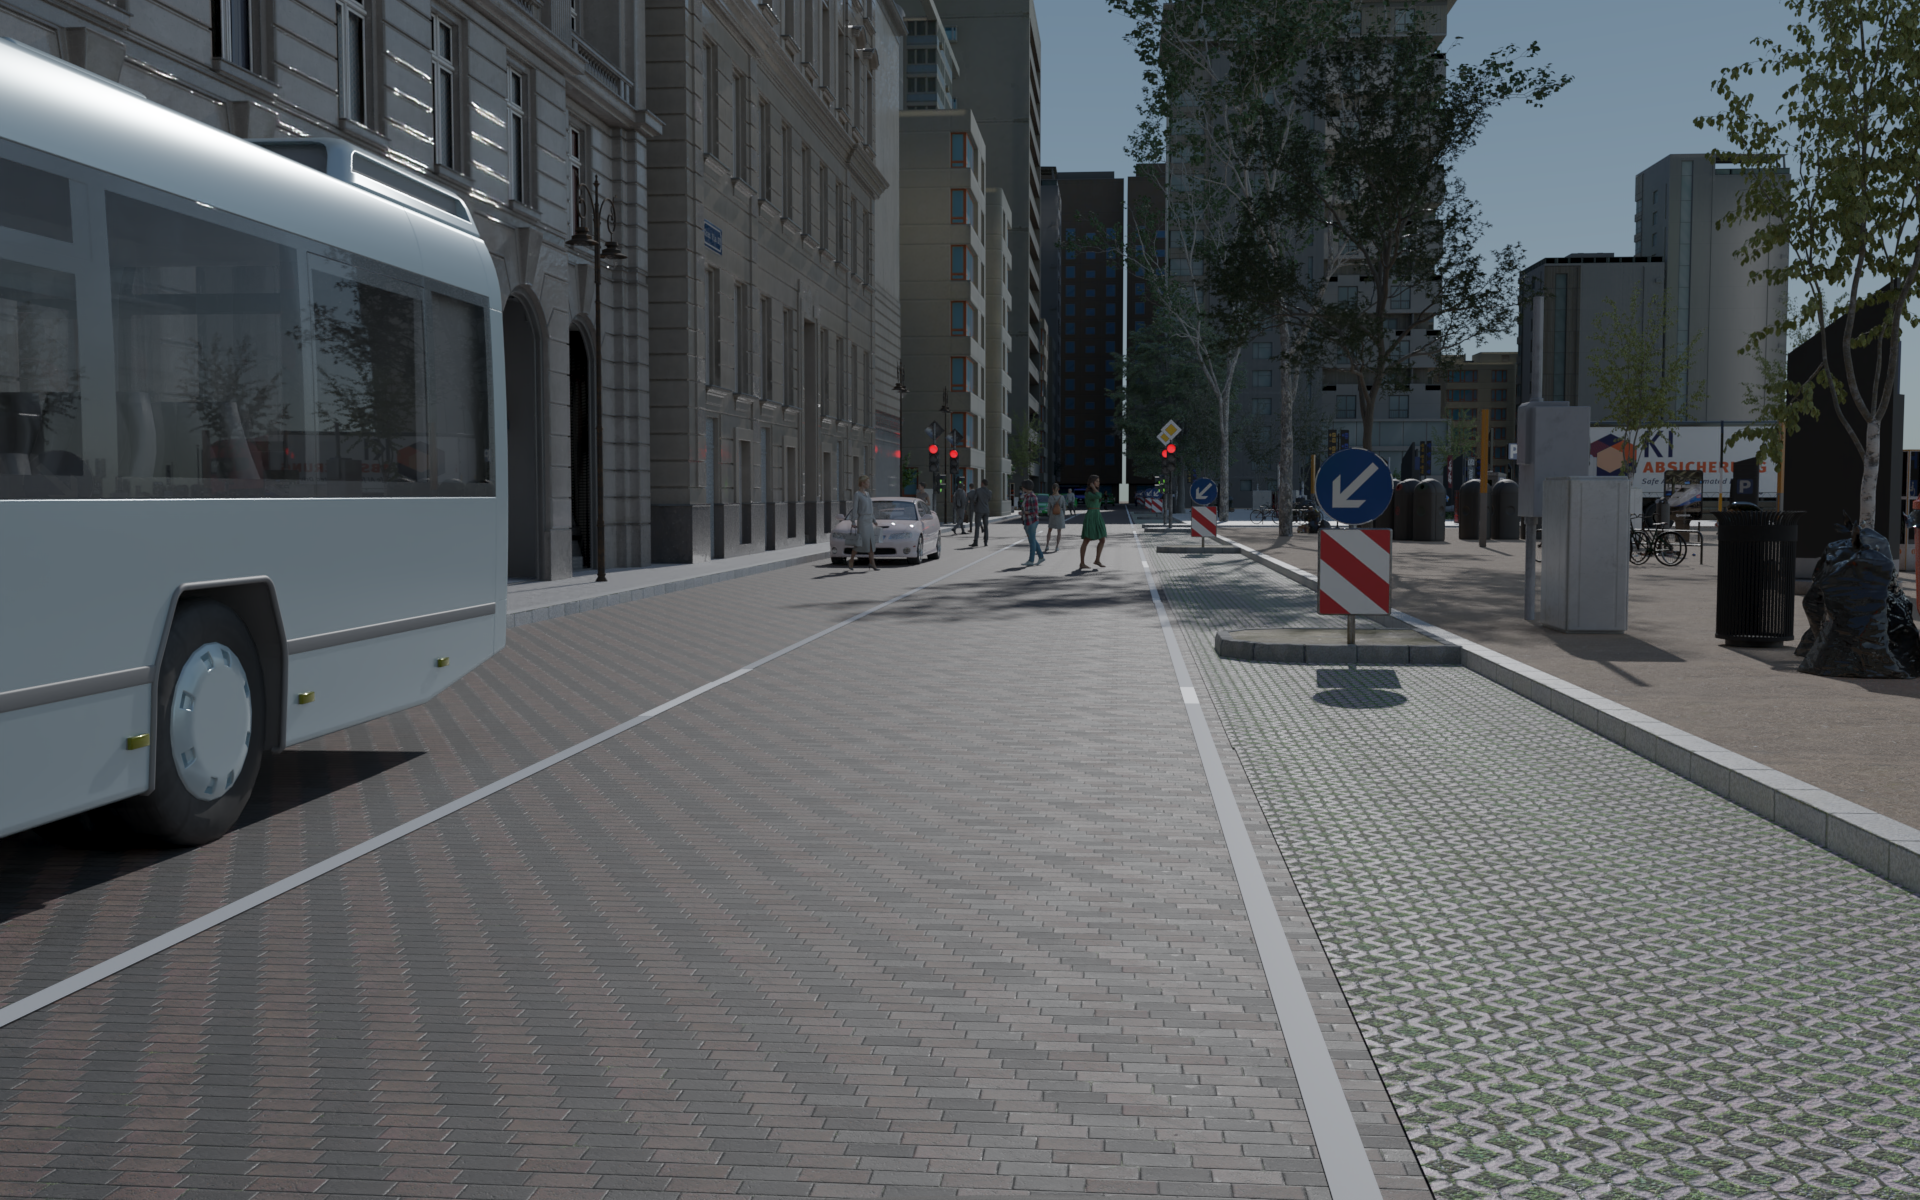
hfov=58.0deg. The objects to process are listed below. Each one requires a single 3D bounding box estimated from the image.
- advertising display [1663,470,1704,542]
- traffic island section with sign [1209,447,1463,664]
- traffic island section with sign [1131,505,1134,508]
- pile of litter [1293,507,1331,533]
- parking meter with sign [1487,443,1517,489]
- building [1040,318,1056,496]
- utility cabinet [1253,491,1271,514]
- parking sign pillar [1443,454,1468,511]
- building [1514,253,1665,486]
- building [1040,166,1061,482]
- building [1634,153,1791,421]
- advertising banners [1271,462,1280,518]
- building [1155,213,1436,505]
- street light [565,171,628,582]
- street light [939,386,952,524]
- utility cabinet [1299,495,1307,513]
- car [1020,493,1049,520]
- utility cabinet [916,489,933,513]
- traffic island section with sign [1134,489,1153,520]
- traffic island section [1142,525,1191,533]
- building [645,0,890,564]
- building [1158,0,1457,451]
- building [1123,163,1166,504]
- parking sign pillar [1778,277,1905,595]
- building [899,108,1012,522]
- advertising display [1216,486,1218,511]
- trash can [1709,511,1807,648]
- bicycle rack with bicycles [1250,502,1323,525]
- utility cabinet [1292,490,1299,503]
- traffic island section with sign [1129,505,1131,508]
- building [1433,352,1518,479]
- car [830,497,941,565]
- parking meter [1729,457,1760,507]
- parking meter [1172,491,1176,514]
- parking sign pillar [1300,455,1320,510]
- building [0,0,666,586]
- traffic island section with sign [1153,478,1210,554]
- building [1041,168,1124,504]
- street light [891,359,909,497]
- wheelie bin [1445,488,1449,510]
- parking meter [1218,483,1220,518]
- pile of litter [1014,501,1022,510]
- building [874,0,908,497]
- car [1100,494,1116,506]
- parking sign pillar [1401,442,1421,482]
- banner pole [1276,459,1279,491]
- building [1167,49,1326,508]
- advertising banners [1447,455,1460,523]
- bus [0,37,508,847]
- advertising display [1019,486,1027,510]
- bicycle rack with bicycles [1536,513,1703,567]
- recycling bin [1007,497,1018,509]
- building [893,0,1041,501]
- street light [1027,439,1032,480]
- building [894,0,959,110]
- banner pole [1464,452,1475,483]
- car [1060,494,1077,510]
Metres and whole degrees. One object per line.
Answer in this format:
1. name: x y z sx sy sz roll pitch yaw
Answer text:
1. advertising display: 19.307 -2.510 46.258 0.974 1.923 0.123 1 4 11
2. traffic island section with sign: 3.314 -0.421 15.510 1.989 1.847 2.006 0 4 5
3. traffic island section with sign: 13.533 -7.109 124.861 1.989 1.847 2.006 0 4 5
4. pile of litter: 11.551 -2.615 56.720 1.719 0.858 1.176 2 4 28
5. parking meter with sign: 18.671 -3.925 60.440 0.543 3.016 1.738 -2 4 -28
6. building: -4.138 -20.858 186.069 27.650 21.520 28.899 0 4 5
7. utility cabinet: 19.549 -6.328 112.134 1.173 1.500 0.318 1 4 11
8. parking sign pillar: 33.005 -7.791 115.854 1.447 3.967 1.447 2 4 29
9. building: 76.511 -26.901 211.532 14.107 30.474 14.160 0 4 5
10. building: 5.638 -32.678 217.875 14.086 41.232 14.154 0 4 5
11. building: 90.623 -32.208 210.201 14.086 41.232 14.154 0 4 5
12. advertising banners: 16.987 -5.905 92.741 0.090 3.025 2.074 1 4 18
13. building: 39.962 -31.627 208.986 32.217 40.220 23.993 0 4 5
14. street light: -5.258 -3.207 25.222 0.468 5.910 1.993 0 4 5
15. street light: -0.620 -6.208 74.296 0.468 5.910 1.993 0 4 5
16. utility cabinet: 22.026 -6.190 112.364 1.020 1.237 0.306 -2 4 -29
17. car: 4.314 -5.343 96.153 1.959 1.807 4.718 0 4 4
18. utility cabinet: -1.487 -4.006 74.170 0.318 1.500 1.173 2 4 26
19. traffic island section with sign: 10.991 -5.448 97.699 1.989 1.847 2.006 0 4 5
20. traffic island section: 7.951 -2.629 65.257 2.009 0.180 2.903 0 4 5
21. building: -9.391 -15.061 43.516 12.463 27.353 25.104 0 4 5
22. building: 35.499 -36.329 183.212 28.713 52.752 27.495 0 4 5
23. building: 29.920 -35.893 236.962 14.200 45.320 14.600 0 4 5
24. parking sign pillar: 11.312 -2.062 22.180 1.447 3.967 1.447 -3 5 -43
25. building: -11.943 -15.202 93.596 27.650 21.520 28.899 0 4 5
26. advertising display: 19.814 -7.831 133.258 0.123 1.923 0.974 0 4 3
27. trash can: 6.719 -0.182 14.622 0.748 1.137 0.748 0 3 0
28. bicycle rack with bicycles: 14.179 -3.691 73.731 2.925 0.926 2.852 3 5 40
29. utility cabinet: 18.723 -5.497 98.562 0.318 1.500 1.173 -3 5 -45
30. traffic island section with sign: 18.209 -10.172 174.946 1.989 1.847 2.006 0 4 5
31. building: 79.557 -24.159 240.045 28.899 21.520 27.650 0 4 5
32. car: -1.524 -1.496 36.816 2.083 1.381 4.827 0 4 7
33. parking meter: 12.102 -1.287 26.747 0.399 1.863 0.255 2 4 28
34. parking meter: 13.838 -6.357 112.353 0.372 1.533 0.369 0 3 0
35. parking sign pillar: 23.869 -7.935 118.216 1.447 3.967 1.447 0 3 0
36. building: -12.424 -10.858 19.323 13.314 21.916 24.055 0 4 5
37. traffic island section with sign: 5.813 -2.062 42.350 1.989 1.847 2.006 0 4 5
38. building: 15.434 -36.049 239.503 14.200 45.320 14.600 0 4 5
39. street light: -2.024 -5.299 59.434 0.468 5.910 1.993 0 4 5
40. wheelie bin: 24.606 -4.964 89.068 0.980 1.594 0.693 0 4 6
41. parking meter: 14.317 -5.443 94.699 0.399 1.863 0.255 -1 4 -9
42. pile of litter: 4.534 -7.553 137.457 1.176 0.858 1.719 3 4 38
43. building: -11.477 -12.974 61.283 18.267 20.994 9.793 0 4 5
44. car: 17.442 -12.004 205.057 1.959 1.807 4.718 0 4 7
45. parking sign pillar: 23.496 -6.232 90.358 1.447 3.967 1.447 -1 4 -10
46. banner pole: 22.981 -8.266 125.159 0.401 3.779 0.863 2 4 28
47. building: 26.623 -29.355 163.548 14.154 41.232 14.086 0 4 5
48. advertising banners: 21.999 -4.918 76.601 0.090 3.025 2.074 -1 4 -9
49. bus: -4.493 -0.556 3.952 2.948 3.499 13.247 0 4 4
50. advertising display: 5.126 -7.958 135.332 0.974 1.923 0.123 1 4 10
51. bicycle rack with bicycles: 12.274 -1.124 31.755 2.852 0.926 2.925 -1 4 -21
52. recycling bin: 4.255 -7.840 140.735 0.722 1.027 0.722 -3 4 -38
53. building: -3.720 -32.795 159.894 21.300 48.544 21.600 0 4 5
54. street light: 5.740 -10.357 142.130 0.468 5.910 1.993 0 4 5
55. building: -13.405 -26.847 130.826 32.217 40.220 23.993 0 4 5
56. banner pole: 30.315 -6.928 103.288 0.863 3.779 0.401 -1 4 -9
57. car: 9.547 -8.938 154.938 1.959 1.807 4.718 0 4 5
